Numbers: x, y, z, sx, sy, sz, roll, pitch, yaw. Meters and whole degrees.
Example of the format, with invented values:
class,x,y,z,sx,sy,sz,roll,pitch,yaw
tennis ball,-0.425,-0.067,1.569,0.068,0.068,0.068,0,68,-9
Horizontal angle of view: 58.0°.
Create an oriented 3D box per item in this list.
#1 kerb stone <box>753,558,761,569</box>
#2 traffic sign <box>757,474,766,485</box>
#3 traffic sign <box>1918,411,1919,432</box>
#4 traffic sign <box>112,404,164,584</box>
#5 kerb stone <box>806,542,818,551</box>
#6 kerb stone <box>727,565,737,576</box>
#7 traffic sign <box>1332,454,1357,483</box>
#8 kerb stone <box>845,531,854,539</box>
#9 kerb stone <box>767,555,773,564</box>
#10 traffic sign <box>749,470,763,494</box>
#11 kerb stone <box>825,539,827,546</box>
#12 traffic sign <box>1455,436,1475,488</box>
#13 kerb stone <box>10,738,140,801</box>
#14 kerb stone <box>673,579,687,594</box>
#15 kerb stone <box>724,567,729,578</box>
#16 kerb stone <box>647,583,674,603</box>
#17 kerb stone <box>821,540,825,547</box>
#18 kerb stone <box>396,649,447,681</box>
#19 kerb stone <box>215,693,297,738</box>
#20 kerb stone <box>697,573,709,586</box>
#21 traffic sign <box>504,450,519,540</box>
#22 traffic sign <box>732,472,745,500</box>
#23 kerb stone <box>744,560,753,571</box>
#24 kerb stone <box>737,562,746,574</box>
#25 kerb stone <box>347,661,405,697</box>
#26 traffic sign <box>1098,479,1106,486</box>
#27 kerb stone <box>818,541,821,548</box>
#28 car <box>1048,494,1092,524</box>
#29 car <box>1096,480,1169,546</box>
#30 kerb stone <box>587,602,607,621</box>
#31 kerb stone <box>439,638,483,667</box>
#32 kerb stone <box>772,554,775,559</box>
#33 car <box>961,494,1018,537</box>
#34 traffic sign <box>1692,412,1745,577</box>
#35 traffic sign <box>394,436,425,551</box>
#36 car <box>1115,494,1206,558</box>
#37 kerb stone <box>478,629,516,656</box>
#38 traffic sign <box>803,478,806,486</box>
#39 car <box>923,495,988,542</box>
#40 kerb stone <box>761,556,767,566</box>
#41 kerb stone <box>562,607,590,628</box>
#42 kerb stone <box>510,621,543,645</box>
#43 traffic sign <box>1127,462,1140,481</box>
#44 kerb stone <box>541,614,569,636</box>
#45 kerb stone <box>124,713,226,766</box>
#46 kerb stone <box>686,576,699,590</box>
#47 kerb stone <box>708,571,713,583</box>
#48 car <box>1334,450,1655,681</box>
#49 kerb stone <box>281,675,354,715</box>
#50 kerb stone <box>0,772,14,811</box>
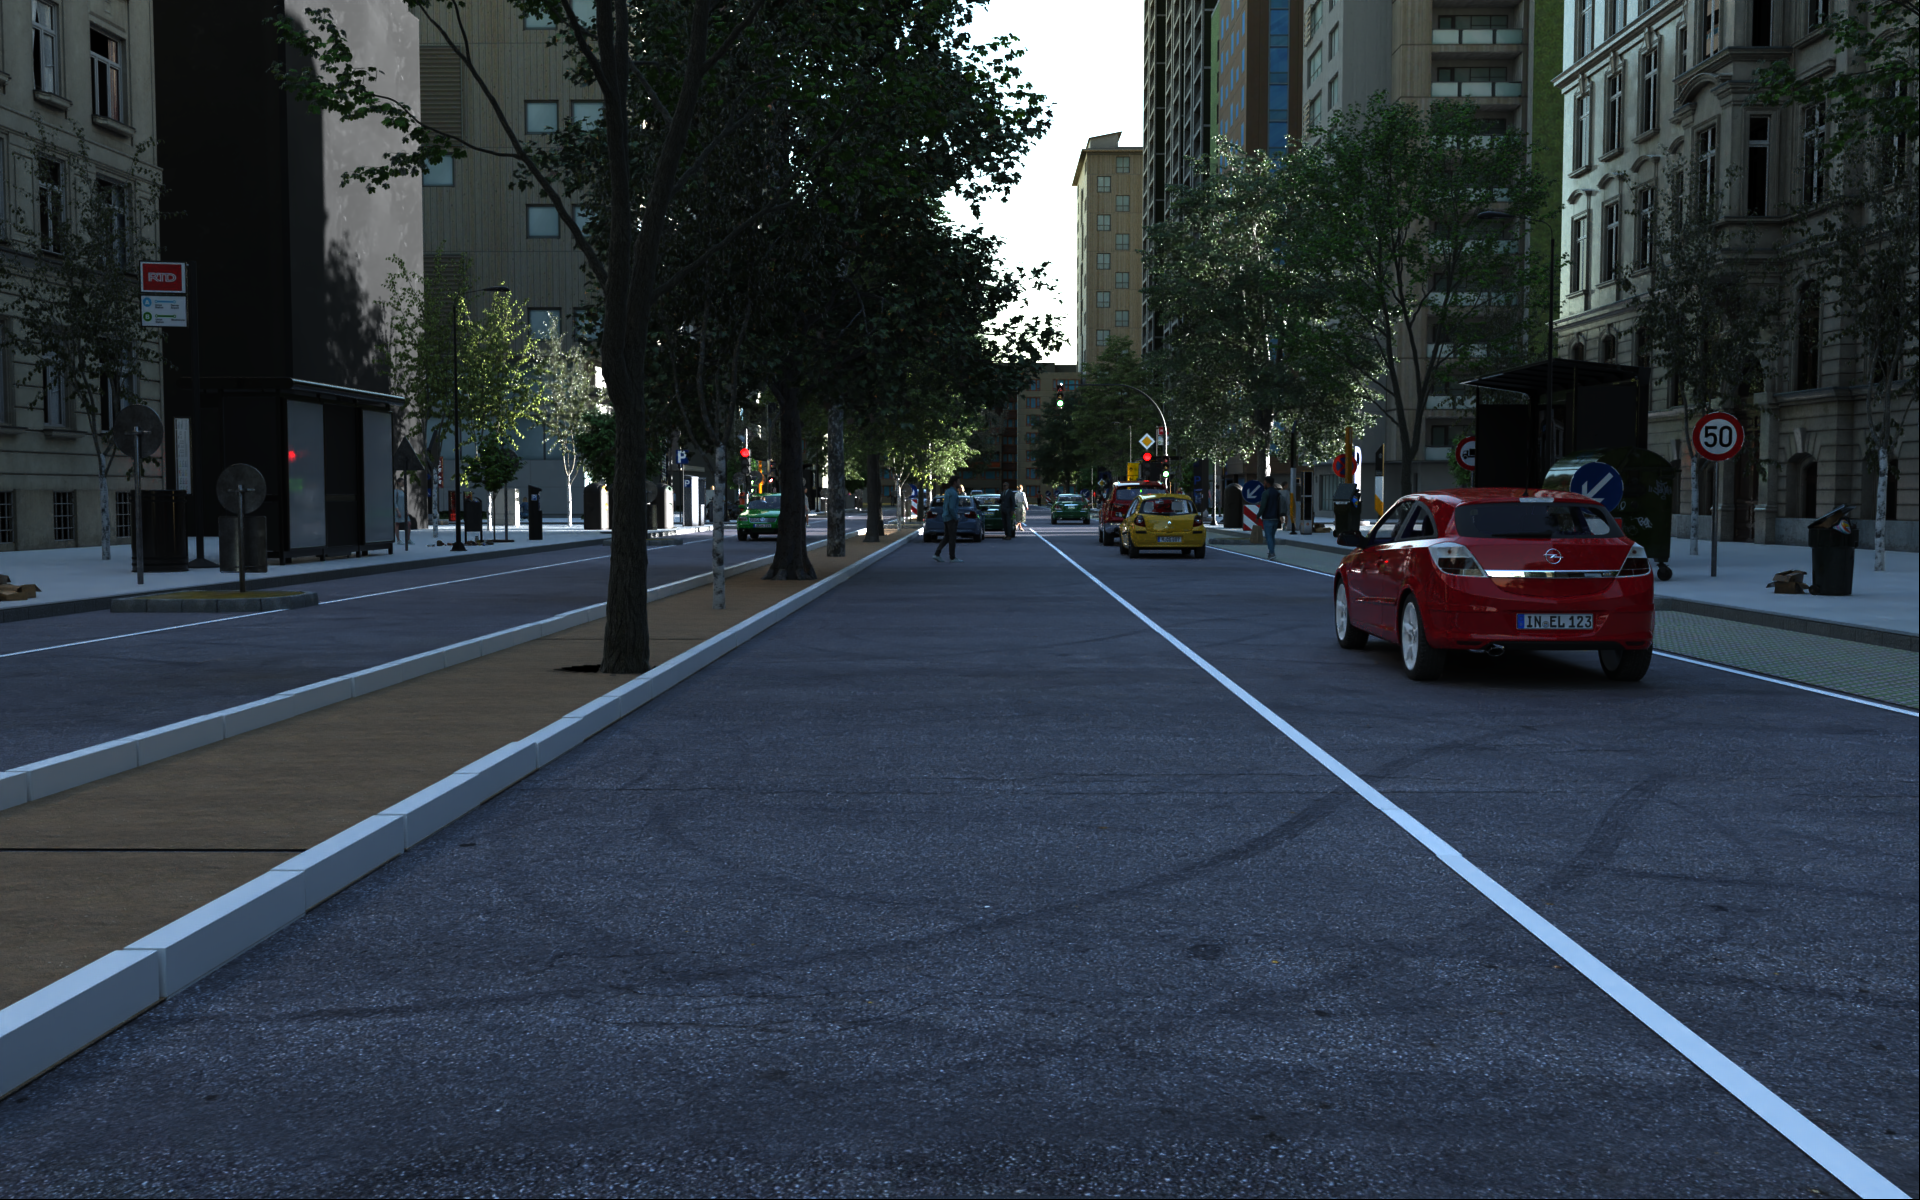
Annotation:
class,x,y,z,sx,sy,sz,roll,pitch,yaw
kerb stone,-3.986,-0.667,33.125,0.120,0.150,1.000,0,4,1
traffic sign,-12.224,-6.453,105.612,0.768,2.556,0.104,0,4,3
traffic sign,11.893,-1.269,20.851,0.768,2.556,0.104,1,4,8
traffic sign,-11.657,-1.496,24.560,0.768,2.556,0.104,0,4,7
kerb stone,-3.813,-1.358,44.406,0.120,0.150,1.000,0,4,1
kerb stone,-4.036,-0.479,30.033,0.120,0.150,1.000,0,4,1
traffic sign,12.161,-3.345,54.791,0.768,2.556,0.104,1,4,10
kerb stone,-3.637,-2.111,56.713,0.120,0.150,1.000,0,4,1
kerb stone,-3.966,-0.788,35.176,0.120,0.150,1.000,0,4,1
traffic sign,-10.997,-5.694,93.206,0.768,2.556,0.104,0,4,5
kerb stone,-3.776,-1.547,47.487,0.120,0.150,1.000,0,4,1
traffic sign,11.239,-2.319,38.017,0.768,2.556,0.104,0,4,8
kerb stone,-4.356,0.836,8.524,0.120,0.150,1.000,0,4,1
kerb stone,-4.106,-0.166,24.910,0.120,0.150,1.000,0,4,1
kerb stone,-4.047,-0.414,29.011,0.120,0.150,1.000,0,4,1
kerb stone,-4.128,-0.103,23.888,0.120,0.150,1.000,0,4,1
kerb stone,-3.798,-1.484,46.457,0.120,0.150,1.000,0,4,1
kerb stone,-4.284,0.523,13.650,0.120,0.150,1.000,0,4,1
kerb stone,-4.326,0.716,10.576,0.120,0.150,1.000,0,4,1
kerb stone,-4.082,-0.291,26.957,0.120,0.150,1.000,0,4,1
traffic sign,-12.652,-2.944,48.247,0.768,2.556,0.104,0,4,7
traffic sign,-12.763,-6.110,100.010,0.768,2.556,0.104,0,4,5
kerb stone,-4.006,-0.605,32.094,0.120,0.150,1.000,0,4,1
kerb stone,-4.021,-0.542,31.069,0.120,0.150,1.000,0,4,1
kerb stone,-4.290,0.586,12.620,0.120,0.150,1.000,0,4,1
traffic sign,11.920,-8.897,145.205,0.795,2.593,0.064,1,4,10
kerb stone,-3.809,-1.421,45.428,0.120,0.150,1.000,0,4,1
car,5.292,-4.361,83.096,2.131,1.459,4.920,0,4,2
car,5.046,-2.501,49.559,2.281,1.827,5.304,0,4,2
kerb stone,-4.189,0.147,19.795,0.120,0.150,1.000,0,4,1
kerb stone,-4.266,0.460,14.672,0.120,0.150,1.000,0,4,1
kerb stone,-3.948,-0.851,36.198,0.120,0.150,1.000,0,4,1
car,0.916,-2.861,58.575,2.131,1.459,4.920,0,4,0
traffic sign,11.727,-1.637,26.871,0.768,2.556,0.104,1,4,10
traffic sign,-12.500,-2.388,39.052,0.884,2.594,0.081,0,4,5
car,4.634,-1.822,40.006,2.015,1.641,3.980,0,4,1
kerb stone,-4.247,0.397,15.697,0.120,0.150,1.000,0,4,1
traffic sign,-11.773,-7.831,128.138,0.768,2.556,0.104,0,4,2
car,-0.160,-2.501,52.900,2.014,1.417,4.499,0,4,3
kerb stone,-3.974,-0.731,34.153,0.120,0.150,1.000,0,4,1
kerb stone,-4.212,0.209,18.774,0.120,0.150,1.000,0,4,1
kerb stone,-4.235,0.337,16.719,0.120,0.150,1.000,0,4,1
traffic sign,11.729,-7.109,110.108,2.265,3.308,0.079,0,4,4
kerb stone,-4.218,0.282,17.747,0.120,0.150,1.000,0,4,1
kerb stone,-4.341,0.775,9.546,0.120,0.150,1.000,0,4,1
kerb stone,-4.094,-0.227,25.932,0.120,0.150,1.000,0,4,1
kerb stone,-4.062,-0.354,27.989,0.120,0.150,1.000,0,4,1
car,4.386,-0.350,14.762,2.155,1.783,4.494,0,4,2
kerb stone,-4.319,0.648,11.598,0.120,0.150,1.000,0,4,1
kerb stone,-4.374,0.899,7.496,0.120,0.150,1.000,0,4,1
